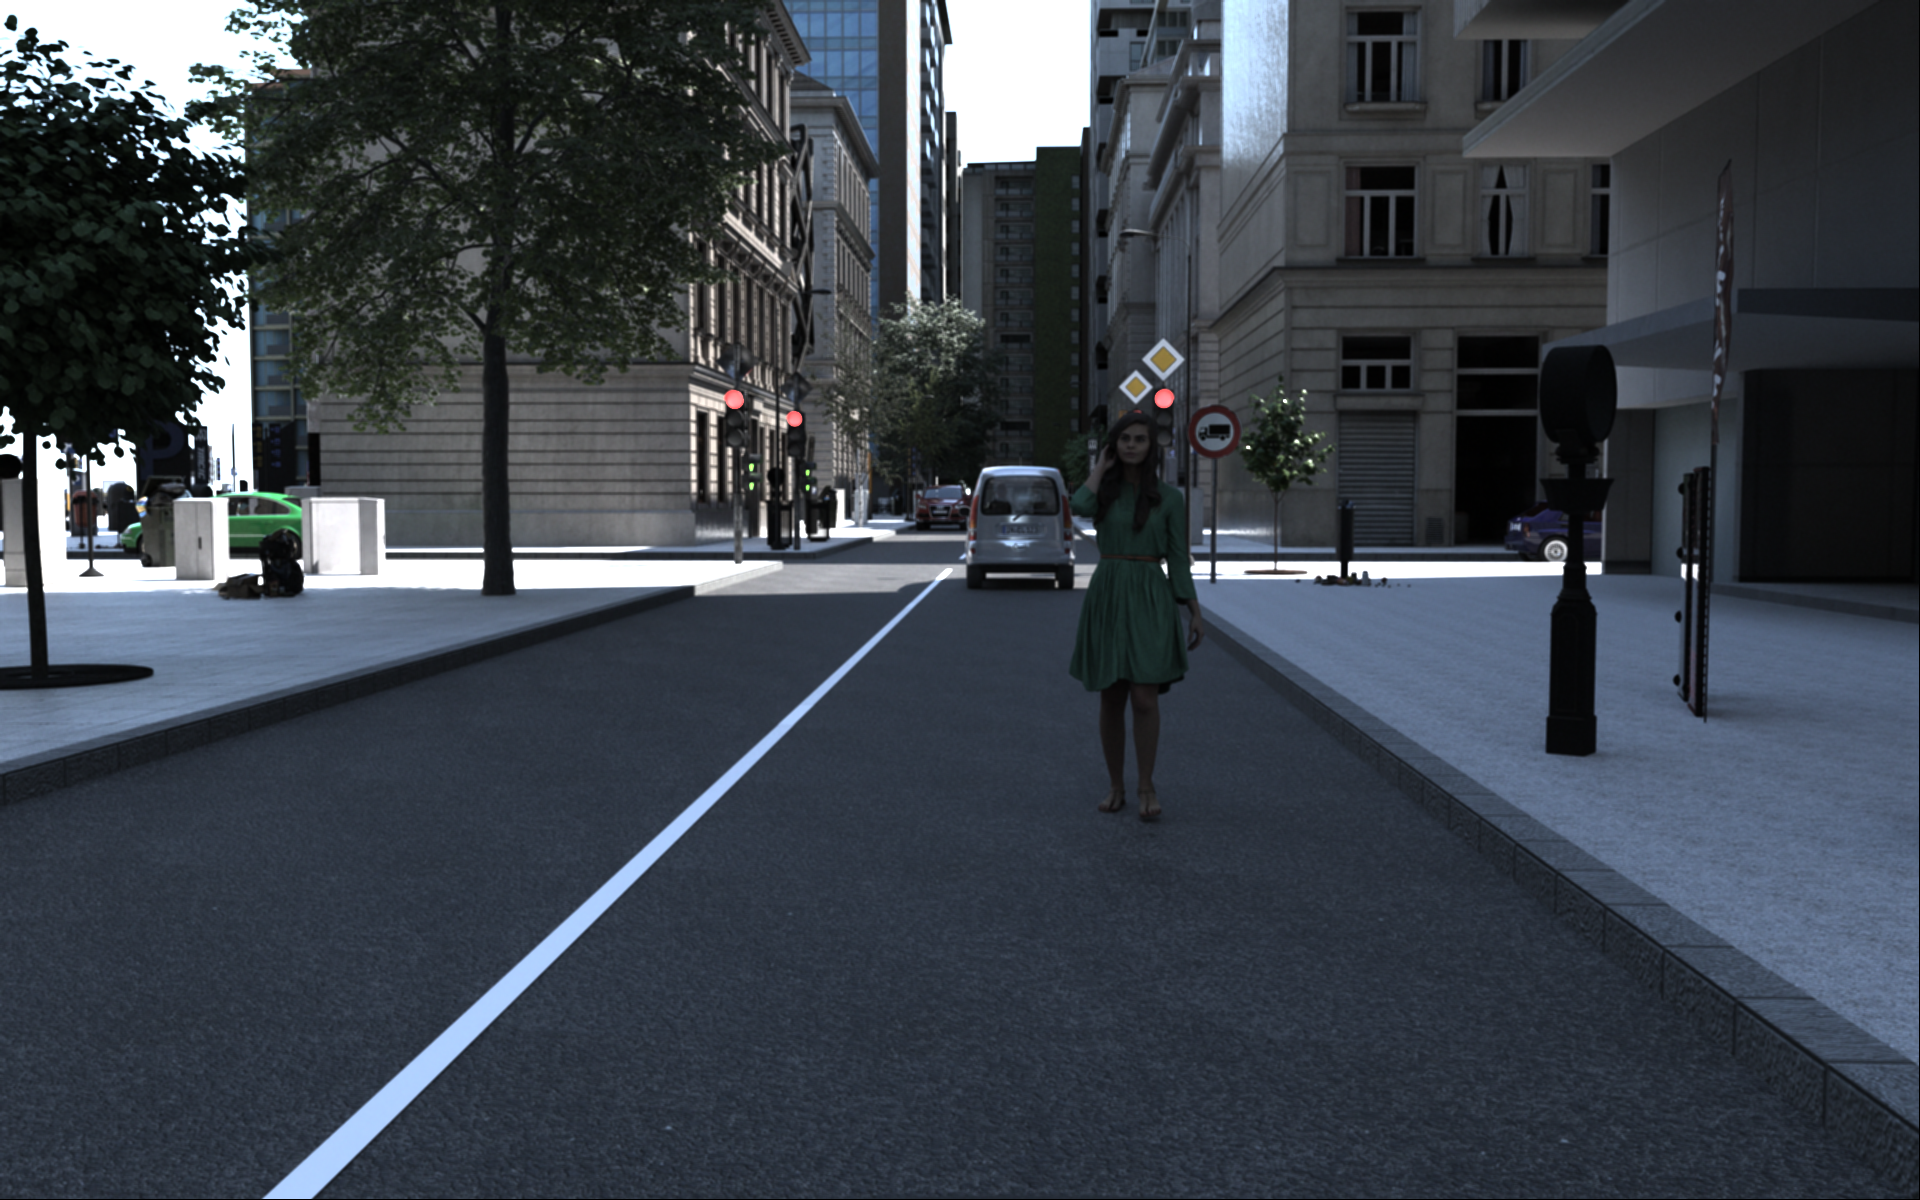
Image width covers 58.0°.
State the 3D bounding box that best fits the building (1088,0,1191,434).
[{"bbox_3d":[25.212,-34.449,152.480,28.713,52.752,27.495,0,4,2],"label":"building"}]

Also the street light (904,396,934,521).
[{"bbox_3d":[-1.937,-6.690,81.929,1.470,5.913,1.316,0,4,2],"label":"street light"}]

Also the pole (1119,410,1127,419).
[{"bbox_3d":[3.972,-2.962,42.265,0.158,3.312,0.155,0,3,0],"label":"pole"}]

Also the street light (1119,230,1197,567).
[{"bbox_3d":[3.495,-3.551,30.607,1.470,5.913,1.316,0,4,2],"label":"street light"}]

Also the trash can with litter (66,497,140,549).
[{"bbox_3d":[-20.060,-1.825,40.897,2.233,1.210,1.678,-3,5,-41],"label":"trash can with litter"}]

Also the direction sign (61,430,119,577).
[{"bbox_3d":[-13.445,-2.123,26.705,0.876,3.537,0.379,-1,4,-21],"label":"direction sign"}]

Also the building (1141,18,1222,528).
[{"bbox_3d":[15.353,-14.341,76.271,13.314,21.916,24.055,0,4,2],"label":"building"}]

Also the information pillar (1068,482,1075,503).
[{"bbox_3d":[6.902,-6.279,107.160,0.304,2.012,0.304,3,4,36],"label":"information pillar"}]

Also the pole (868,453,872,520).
[{"bbox_3d":[-4.424,-5.581,85.091,0.158,3.312,0.155,0,3,0],"label":"pole"}]

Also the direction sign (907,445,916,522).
[{"bbox_3d":[-2.257,-5.434,80.835,0.379,3.537,0.876,-2,4,-26],"label":"direction sign"}]

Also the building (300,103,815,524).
[{"bbox_3d":[-14.434,-12.328,69.007,16.820,18.784,16.811,0,4,2],"label":"building"}]

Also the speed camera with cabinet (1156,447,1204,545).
[{"bbox_3d":[5.355,-2.988,43.185,0.660,3.252,2.038,3,4,36],"label":"speed camera with cabinet"}]

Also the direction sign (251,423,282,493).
[{"bbox_3d":[-22.136,-3.874,55.338,0.876,3.537,0.379,-2,4,-24],"label":"direction sign"}]

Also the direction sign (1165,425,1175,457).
[{"bbox_3d":[6.748,-3.932,56.292,0.379,3.537,0.876,3,4,36],"label":"direction sign"}]

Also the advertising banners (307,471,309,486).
[{"bbox_3d":[-41.758,-7.039,111.280,2.074,3.025,0.090,0,4,4],"label":"advertising banners"}]

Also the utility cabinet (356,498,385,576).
[{"bbox_3d":[-9.357,-1.005,27.598,0.306,1.237,1.020,-1,4,-13],"label":"utility cabinet"}]

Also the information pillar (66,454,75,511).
[{"bbox_3d":[-41.740,-5.504,81.349,0.183,3.616,0.504,1,4,15],"label":"information pillar"}]

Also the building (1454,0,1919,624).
[{"bbox_3d":[20.885,-25.954,13.590,28.713,52.752,27.495,0,4,2],"label":"building"}]

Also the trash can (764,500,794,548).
[{"bbox_3d":[-4.292,-1.810,41.249,0.748,1.137,0.748,0,3,0],"label":"trash can"}]

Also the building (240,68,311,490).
[{"bbox_3d":[-57.186,-32.073,179.019,28.867,44.769,22.147,0,4,2],"label":"building"}]

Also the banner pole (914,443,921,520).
[{"bbox_3d":[-2.069,-5.863,85.876,0.401,3.779,0.863,1,4,16],"label":"banner pole"}]

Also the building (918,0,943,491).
[{"bbox_3d":[-13.352,-32.069,143.943,23.786,49.044,30.456,0,4,2],"label":"building"}]

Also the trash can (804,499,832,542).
[{"bbox_3d":[-3.821,-2.145,46.724,0.748,1.137,0.748,0,3,0],"label":"trash can"}]

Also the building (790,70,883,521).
[{"bbox_3d":[-10.475,-16.133,92.651,11.050,23.489,19.941,0,4,2],"label":"building"}]

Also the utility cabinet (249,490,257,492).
[{"bbox_3d":[-38.977,-5.350,96.157,1.173,1.500,0.318,0,4,-4],"label":"utility cabinet"}]

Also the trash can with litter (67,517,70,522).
[{"bbox_3d":[-38.304,-3.909,75.299,0.624,1.170,1.055,1,4,20],"label":"trash can with litter"}]

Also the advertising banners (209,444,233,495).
[{"bbox_3d":[-25.844,-3.932,60.480,0.090,3.025,2.074,-3,5,-44],"label":"advertising banners"}]

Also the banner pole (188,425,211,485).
[{"bbox_3d":[-24.319,-3.985,55.168,0.863,3.779,0.401,-3,5,-41],"label":"banner pole"}]

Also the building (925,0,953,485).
[{"bbox_3d":[-15.021,-35.800,174.571,27.495,52.752,28.713,0,4,2],"label":"building"}]

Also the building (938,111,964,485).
[{"bbox_3d":[-10.443,-35.875,210.263,21.600,48.544,21.300,0,4,2],"label":"building"}]

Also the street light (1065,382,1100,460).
[{"bbox_3d":[5.221,-6.059,71.606,1.470,5.913,1.316,0,4,2],"label":"street light"}]

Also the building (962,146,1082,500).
[{"bbox_3d":[7.253,-31.979,206.456,14.086,41.232,14.154,0,4,2],"label":"building"}]

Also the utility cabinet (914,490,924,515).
[{"bbox_3d":[-2.438,-5.944,105.860,0.318,1.500,1.173,-2,4,-28],"label":"utility cabinet"}]

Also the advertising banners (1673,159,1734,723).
[{"bbox_3d":[4.335,-0.852,10.118,0.090,3.025,2.074,1,4,18],"label":"advertising banners"}]

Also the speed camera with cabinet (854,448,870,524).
[{"bbox_3d":[-4.212,-4.887,74.246,0.660,3.252,2.038,0,4,-1],"label":"speed camera with cabinet"}]

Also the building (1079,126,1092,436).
[{"bbox_3d":[21.401,-34.011,206.190,14.200,45.320,14.600,0,4,2],"label":"building"}]

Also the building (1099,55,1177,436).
[{"bbox_3d":[14.805,-18.571,100.900,12.463,27.353,25.104,0,4,2],"label":"building"}]

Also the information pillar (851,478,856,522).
[{"bbox_3d":[-4.855,-4.661,80.694,0.304,2.012,0.304,2,4,24],"label":"information pillar"}]

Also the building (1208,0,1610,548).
[{"bbox_3d":[22.244,-13.114,47.690,30.059,22.955,16.112,0,4,2],"label":"building"}]

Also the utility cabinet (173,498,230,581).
[{"bbox_3d":[-11.346,-0.901,25.892,1.020,1.237,0.306,2,4,35],"label":"utility cabinet"}]

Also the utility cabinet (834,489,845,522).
[{"bbox_3d":[-5.724,-4.277,78.609,0.318,1.500,1.173,2,4,35],"label":"utility cabinet"}]

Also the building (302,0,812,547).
[{"bbox_3d":[-10.783,-11.388,50.822,10.561,19.102,19.286,0,4,2],"label":"building"}]

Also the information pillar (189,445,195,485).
[{"bbox_3d":[-36.565,-5.587,82.698,0.504,3.616,0.183,1,4,13],"label":"information pillar"}]

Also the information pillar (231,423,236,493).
[{"bbox_3d":[-23.738,-3.993,56.645,0.183,3.616,0.504,-1,4,-20],"label":"information pillar"}]

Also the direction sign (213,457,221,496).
[{"bbox_3d":[-45.212,-6.925,105.217,0.379,3.537,0.876,1,4,22],"label":"direction sign"}]

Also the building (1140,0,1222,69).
[{"bbox_3d":[26.270,-26.619,127.105,32.217,40.220,23.993,0,4,2],"label":"building"}]

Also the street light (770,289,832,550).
[{"bbox_3d":[-3.606,-4.087,39.360,1.470,5.913,1.316,0,4,2],"label":"street light"}]

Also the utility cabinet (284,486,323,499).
[{"bbox_3d":[-18.854,-2.516,49.817,1.173,1.500,0.318,1,4,21],"label":"utility cabinet"}]

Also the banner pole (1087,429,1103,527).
[{"bbox_3d":[5.247,-4.699,66.841,0.863,3.779,0.401,-2,4,-31],"label":"banner pole"}]

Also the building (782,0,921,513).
[{"bbox_3d":[-10.110,-28.830,121.484,14.600,45.320,14.200,0,4,2],"label":"building"}]

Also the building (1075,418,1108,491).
[{"bbox_3d":[21.964,-45.127,176.074,20.563,71.187,20.611,0,4,2],"label":"building"}]

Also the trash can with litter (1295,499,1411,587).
[{"bbox_3d":[5.694,-0.850,24.957,1.678,1.210,2.233,1,4,18],"label":"trash can with litter"}]
